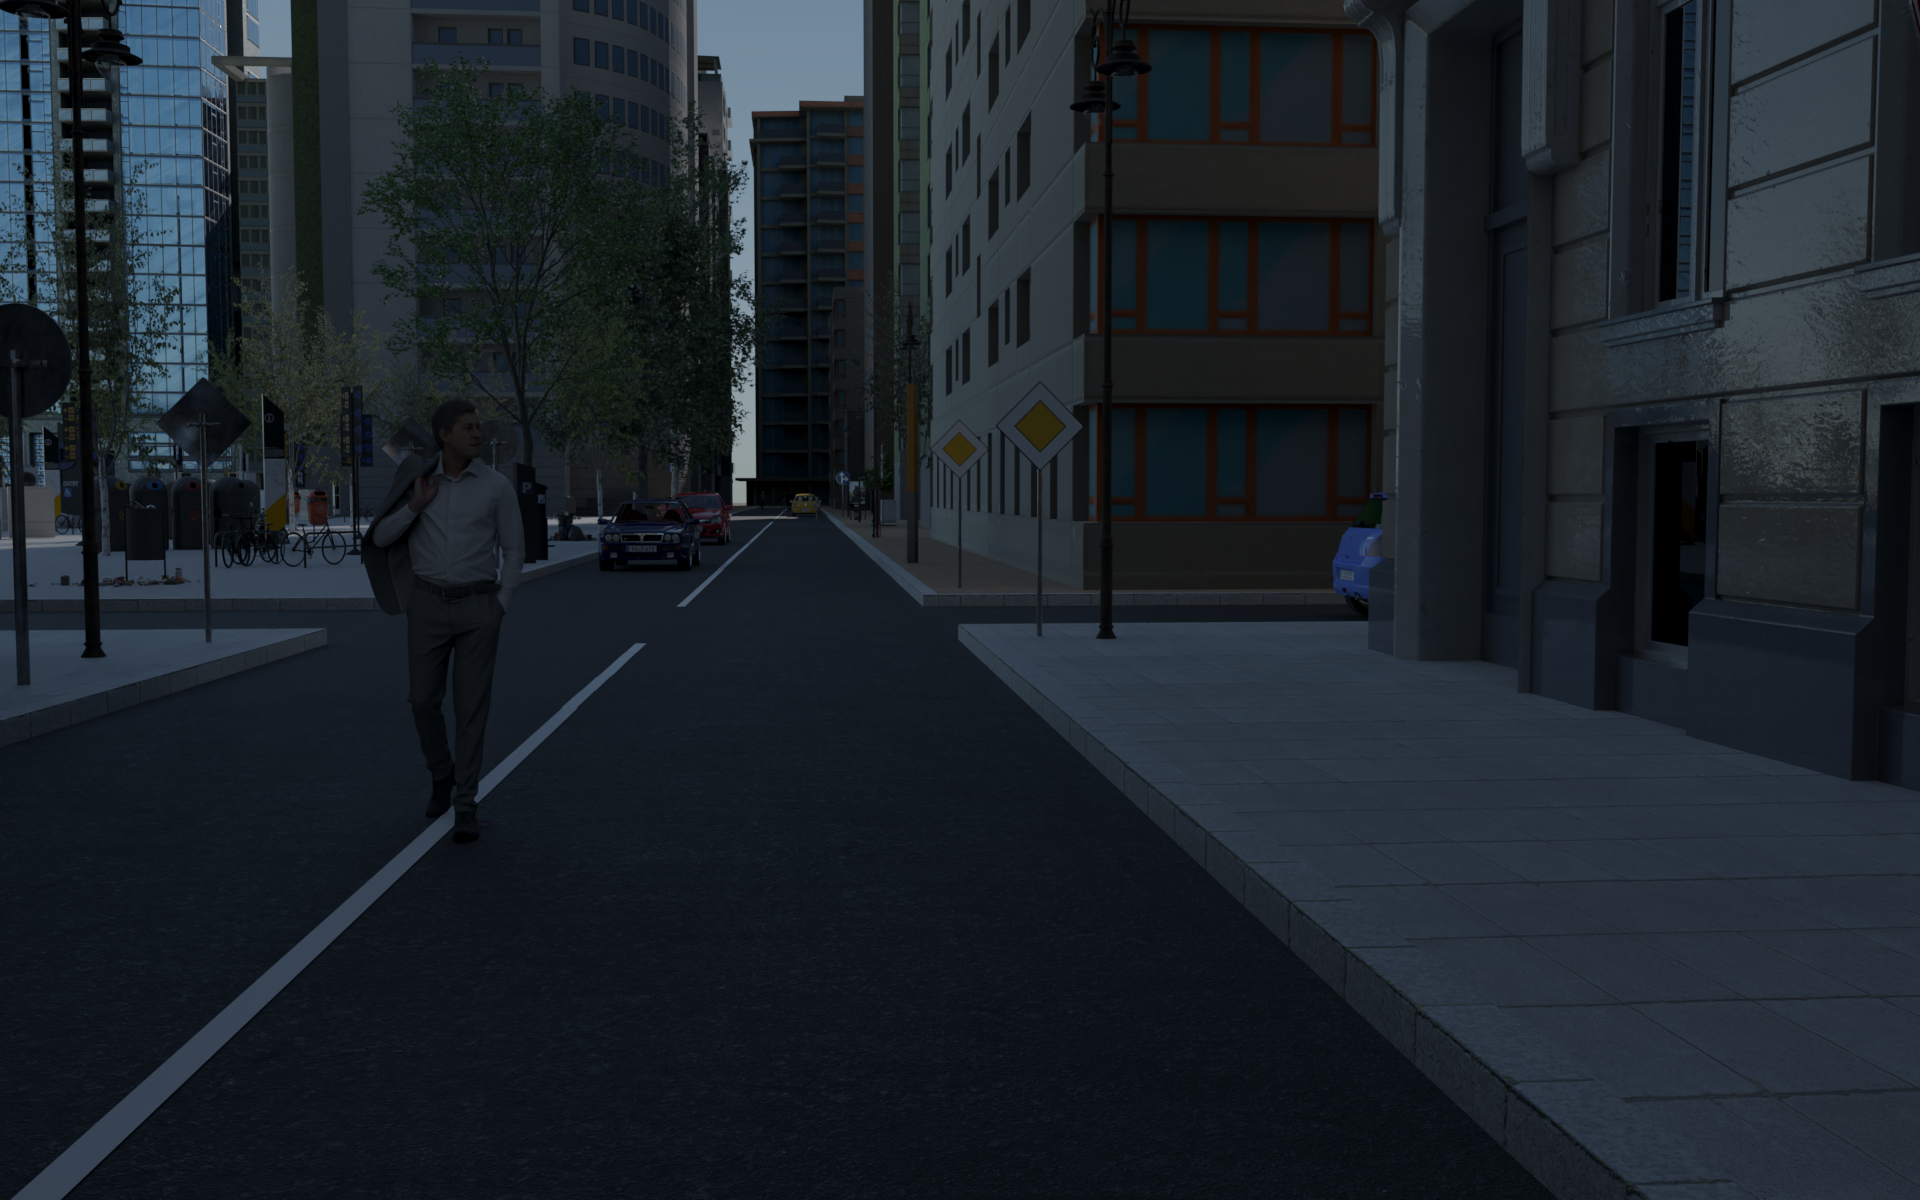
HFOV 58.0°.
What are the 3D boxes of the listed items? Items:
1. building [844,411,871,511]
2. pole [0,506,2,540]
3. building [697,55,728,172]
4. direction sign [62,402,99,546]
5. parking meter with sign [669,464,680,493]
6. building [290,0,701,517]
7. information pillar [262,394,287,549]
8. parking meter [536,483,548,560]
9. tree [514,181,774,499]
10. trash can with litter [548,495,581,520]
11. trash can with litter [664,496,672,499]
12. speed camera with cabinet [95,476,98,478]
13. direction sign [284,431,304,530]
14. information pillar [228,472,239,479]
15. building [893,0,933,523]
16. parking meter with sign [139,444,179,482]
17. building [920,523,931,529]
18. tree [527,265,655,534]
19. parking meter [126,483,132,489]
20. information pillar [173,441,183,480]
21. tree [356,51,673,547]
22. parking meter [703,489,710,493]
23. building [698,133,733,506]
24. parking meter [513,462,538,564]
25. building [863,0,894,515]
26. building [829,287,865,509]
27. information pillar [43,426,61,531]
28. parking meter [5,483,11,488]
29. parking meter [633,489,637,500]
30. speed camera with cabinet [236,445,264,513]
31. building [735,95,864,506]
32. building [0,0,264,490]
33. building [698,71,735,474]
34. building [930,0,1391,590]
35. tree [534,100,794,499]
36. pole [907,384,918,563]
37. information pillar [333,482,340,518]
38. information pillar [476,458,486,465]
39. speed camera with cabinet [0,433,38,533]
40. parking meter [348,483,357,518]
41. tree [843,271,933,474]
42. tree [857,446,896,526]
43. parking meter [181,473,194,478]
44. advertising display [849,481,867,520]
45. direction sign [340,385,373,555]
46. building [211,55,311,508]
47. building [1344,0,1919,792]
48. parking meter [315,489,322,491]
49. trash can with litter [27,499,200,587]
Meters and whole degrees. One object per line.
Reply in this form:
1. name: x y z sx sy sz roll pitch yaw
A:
1. building: 2.851 -49.843 127.610 22.319 86.520 31.000 0 4 -5
2. pole: -26.848 -3.327 48.237 0.158 3.312 0.155 0 3 0
3. building: -28.968 -29.381 163.975 14.086 41.232 14.154 0 4 -5
4. direction sign: -21.742 -3.111 42.865 0.876 3.537 0.379 0 4 4
5. parking meter with sign: -15.747 -6.109 96.144 0.543 3.016 1.738 0 4 -2
6. building: -28.017 -34.714 109.577 21.231 58.520 28.212 0 4 -5
7. information pillar: -16.116 -3.017 40.678 0.504 3.616 0.183 -3 4 -36
8. parking meter: -8.202 -1.544 33.658 0.372 1.533 0.369 0 3 0
9. tree: -11.676 -8.970 63.660 9.611 12.733 9.660 0 3 0
10. trash can with litter: -19.958 -4.647 87.041 2.233 1.210 1.678 -3 4 -38
11. trash can with litter: -14.449 -4.485 84.717 0.624 1.170 1.055 2 4 30
12. speed camera with cabinet: -45.065 -5.907 90.919 0.660 3.252 2.038 -1 4 -9
13. direction sign: -23.902 -4.279 61.965 0.876 3.537 0.379 -3 4 -37
14. information pillar: -24.707 -3.331 58.953 0.304 2.012 0.304 -1 4 -15
15. building: 3.404 -24.964 91.754 14.154 41.232 14.086 0 4 -5
16. parking meter with sign: -28.333 -3.940 60.680 1.738 3.016 0.543 -1 4 -15
17. building: 5.266 -23.620 69.788 14.154 41.232 14.086 0 4 -5
18. tree: -11.433 -6.369 54.495 4.737 8.622 4.395 0 3 0
19. parking meter: -42.027 -5.022 87.820 0.399 1.863 0.255 -1 4 -20
20. information pillar: -29.575 -4.537 65.539 0.183 3.616 0.504 0 4 7
21. tree: -10.572 -7.093 41.733 9.928 11.665 9.643 0 3 0
22. parking meter: -13.755 -5.244 94.155 0.372 1.533 0.369 0 3 0
23. building: -26.781 -22.969 147.239 14.160 30.474 14.107 0 4 -5
24. parking meter: -8.043 -1.612 32.063 0.399 1.863 0.255 -2 4 -33
25. building: 1.282 -27.869 105.774 14.600 45.320 14.200 0 4 -5
26. building: 1.978 -19.280 160.261 27.650 21.520 28.899 0 4 -5
27. information pillar: -31.247 -4.172 59.572 0.504 3.616 0.183 -3 4 -39
28. parking meter: -47.973 -4.989 87.284 0.399 1.863 0.255 0 4 -2
29. parking meter: -14.667 -4.294 78.616 0.372 1.533 0.369 0 3 0
30. speed camera with cabinet: -28.445 -4.642 70.240 2.038 3.252 0.660 1 4 21
31. building: -10.327 -32.959 193.496 28.867 44.769 22.147 0 4 -5
32. building: -76.521 -51.513 154.911 31.000 86.520 22.319 0 4 -5
33. building: -40.343 -34.972 191.408 30.456 49.044 23.786 0 4 -5
34. building: 14.785 -11.771 37.497 28.899 21.520 27.650 0 4 -5
35. tree: -14.610 -14.059 85.756 12.611 20.169 13.585 0 3 0
36. pole: -0.878 -2.339 32.084 0.158 3.312 0.155 0 3 0
37. information pillar: -33.899 -5.484 94.158 0.304 2.012 0.304 -3 4 -36
38. information pillar: -23.407 -5.711 84.732 0.504 3.616 0.183 0 4 -4
39. speed camera with cabinet: -30.927 -3.767 55.929 2.038 3.252 0.660 -2 4 -31
40. parking meter: -32.743 -5.364 93.412 0.399 1.863 0.255 1 4 17
41. tree: -1.668 -6.498 56.601 4.360 8.622 3.978 0 3 0
42. tree: -3.042 -4.573 69.364 1.663 3.219 1.824 0 3 0
43. parking meter: -21.535 -2.607 48.333 0.255 1.863 0.399 -1 4 -9
44. advertising display: -5.020 -4.881 85.024 0.974 1.923 0.123 2 4 29
45. direction sign: -12.754 -2.717 36.414 0.876 3.537 0.379 3 5 44
46. building: -48.667 -28.242 153.632 23.993 40.220 32.217 0 4 -5
47. building: 10.452 -13.362 4.376 13.634 28.700 20.117 0 4 -5
48. parking meter: -31.416 -4.675 84.849 0.372 1.533 0.369 0 3 0
49. trash can with litter: -11.965 -0.826 24.555 2.233 1.210 1.678 -1 4 -17
